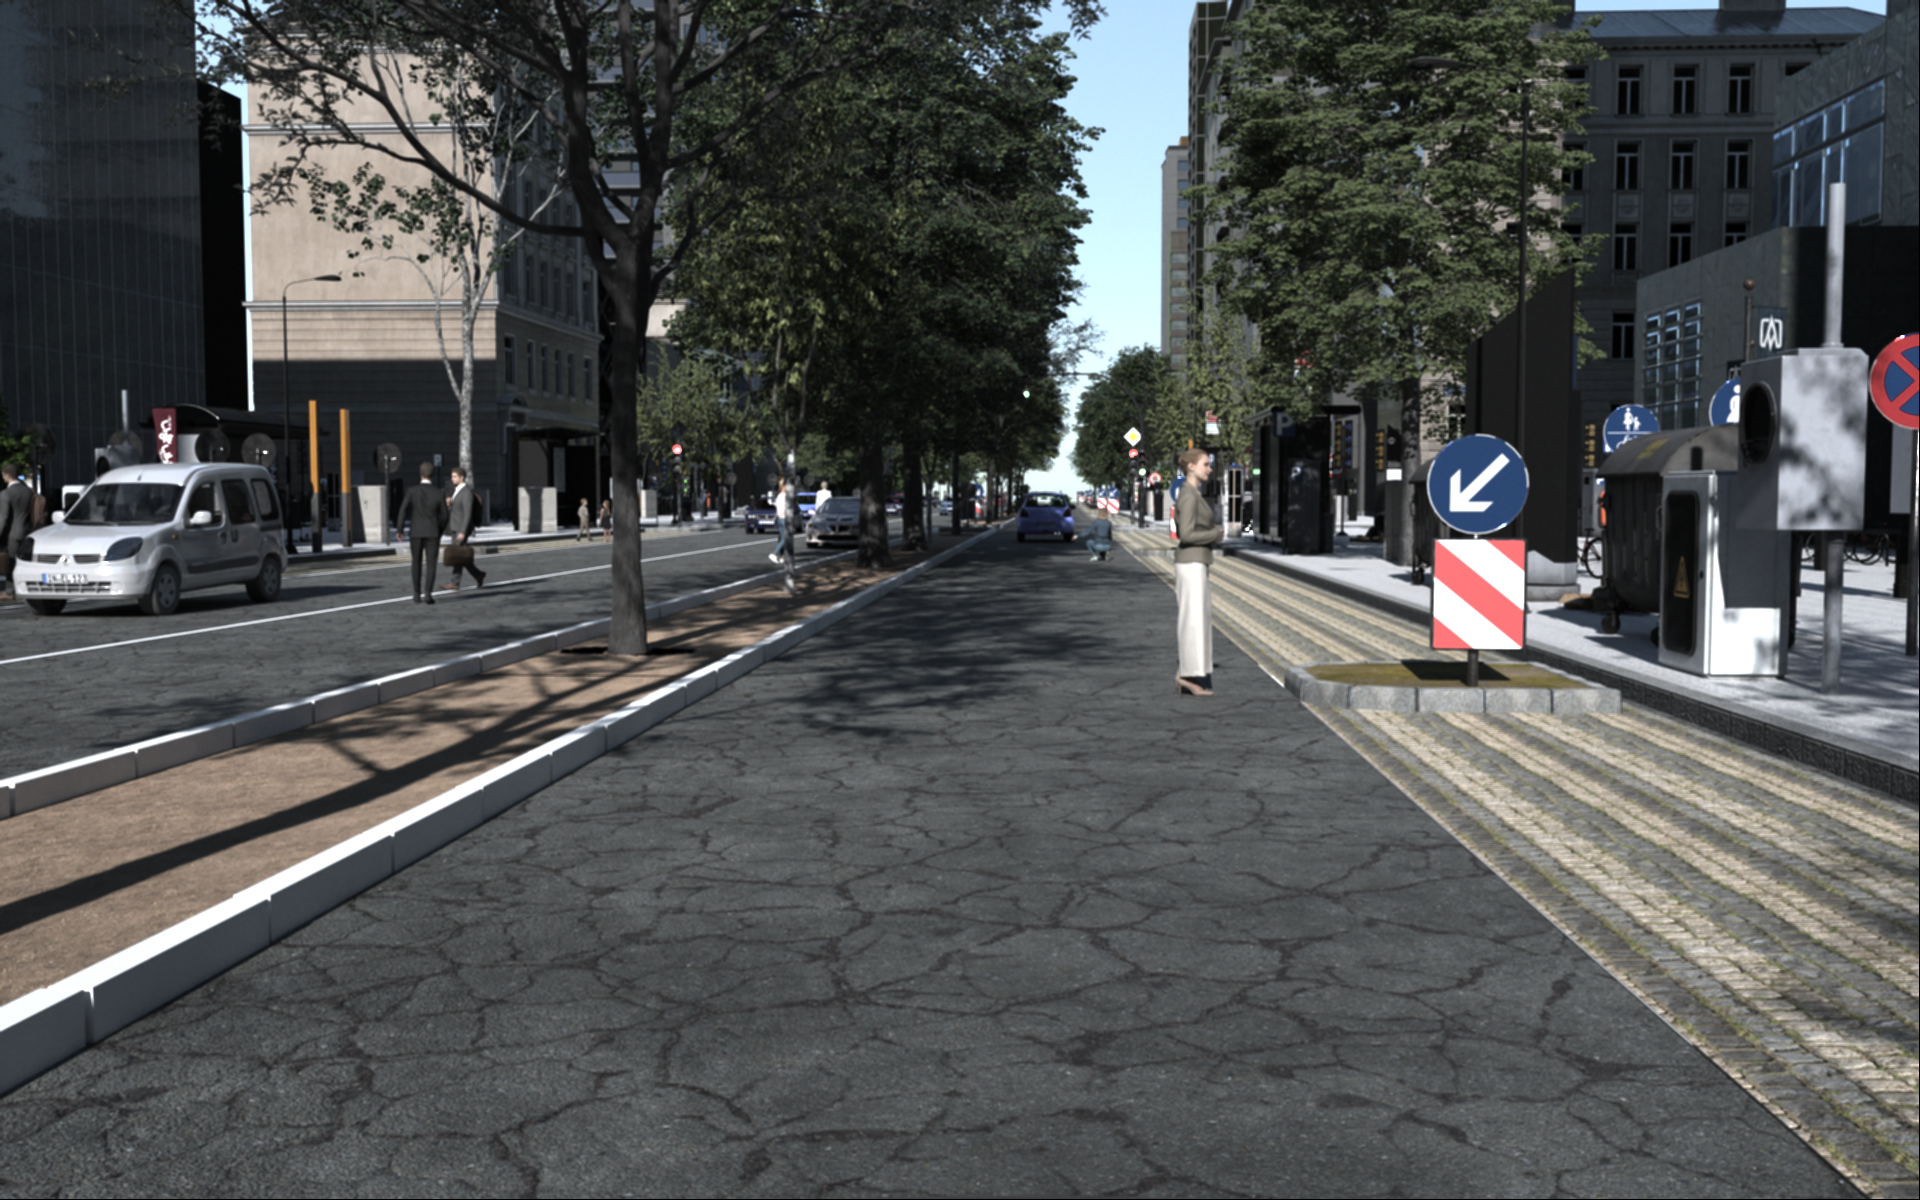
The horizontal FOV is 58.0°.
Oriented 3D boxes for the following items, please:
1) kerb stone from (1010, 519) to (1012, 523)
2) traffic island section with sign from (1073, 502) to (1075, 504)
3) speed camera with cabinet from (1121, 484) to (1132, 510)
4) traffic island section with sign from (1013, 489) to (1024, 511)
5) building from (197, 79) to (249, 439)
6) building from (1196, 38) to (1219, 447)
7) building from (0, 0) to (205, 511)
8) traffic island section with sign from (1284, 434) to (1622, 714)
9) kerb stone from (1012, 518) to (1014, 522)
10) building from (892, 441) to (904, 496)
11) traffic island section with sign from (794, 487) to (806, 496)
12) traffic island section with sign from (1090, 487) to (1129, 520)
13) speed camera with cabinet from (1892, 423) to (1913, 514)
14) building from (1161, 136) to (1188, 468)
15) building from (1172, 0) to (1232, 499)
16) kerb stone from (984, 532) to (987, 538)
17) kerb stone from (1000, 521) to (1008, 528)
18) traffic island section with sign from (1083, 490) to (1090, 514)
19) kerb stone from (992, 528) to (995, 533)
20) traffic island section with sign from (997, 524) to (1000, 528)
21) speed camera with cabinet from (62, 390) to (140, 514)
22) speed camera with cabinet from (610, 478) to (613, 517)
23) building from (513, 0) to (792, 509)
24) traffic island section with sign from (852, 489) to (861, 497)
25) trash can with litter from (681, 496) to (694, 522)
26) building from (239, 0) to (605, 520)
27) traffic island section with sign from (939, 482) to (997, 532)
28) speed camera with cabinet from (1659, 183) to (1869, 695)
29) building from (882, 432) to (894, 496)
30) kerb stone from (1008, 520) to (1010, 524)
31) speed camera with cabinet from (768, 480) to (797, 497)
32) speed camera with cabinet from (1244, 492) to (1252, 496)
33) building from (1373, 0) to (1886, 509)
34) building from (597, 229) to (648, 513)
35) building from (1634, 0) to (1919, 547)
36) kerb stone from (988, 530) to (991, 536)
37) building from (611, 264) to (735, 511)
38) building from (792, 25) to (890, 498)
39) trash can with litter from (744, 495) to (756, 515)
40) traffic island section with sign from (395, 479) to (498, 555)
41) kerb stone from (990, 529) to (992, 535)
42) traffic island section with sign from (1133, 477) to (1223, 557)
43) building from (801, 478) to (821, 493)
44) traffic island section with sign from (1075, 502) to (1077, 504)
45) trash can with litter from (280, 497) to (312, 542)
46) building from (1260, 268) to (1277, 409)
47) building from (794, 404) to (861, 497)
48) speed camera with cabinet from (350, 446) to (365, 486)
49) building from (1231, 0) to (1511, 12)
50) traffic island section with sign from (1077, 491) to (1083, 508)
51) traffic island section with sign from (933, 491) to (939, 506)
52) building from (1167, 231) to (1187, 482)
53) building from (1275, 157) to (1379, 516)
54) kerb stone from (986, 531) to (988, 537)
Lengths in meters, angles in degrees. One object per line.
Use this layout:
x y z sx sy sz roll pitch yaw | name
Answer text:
2.242 -3.614 81.326 0.120 0.150 1.000 0 4 3 | kerb stone
17.769 -15.027 254.321 1.989 1.847 2.006 0 4 3 | traffic island section with sign
13.684 -8.997 141.441 0.660 3.252 2.038 1 4 18 | speed camera with cabinet
5.157 -8.561 148.107 2.006 1.907 1.989 0 4 3 | traffic island section with sign
-48.489 -16.043 91.976 15.834 23.373 12.332 0 4 3 | building
42.188 -37.164 196.867 28.713 52.752 27.495 0 4 3 | building
-34.805 -14.212 50.396 19.932 24.808 12.078 0 4 3 | building
3.356 -0.219 12.215 1.989 1.847 2.006 0 4 3 | traffic island section with sign
2.428 -3.804 84.395 0.120 0.150 1.000 0 4 3 | kerb stone
-16.320 -37.788 301.427 14.154 41.232 14.086 0 4 3 | building
-8.936 -5.372 96.456 1.989 1.847 2.006 0 4 3 | traffic island section with sign
8.330 -5.327 95.720 1.989 1.847 2.006 0 4 3 | traffic island section with sign
12.017 -1.586 20.271 2.038 3.252 0.660 0 4 -6 | speed camera with cabinet
44.256 -45.795 290.746 21.231 58.520 28.212 0 4 3 | building
41.758 -49.741 251.524 20.563 71.187 20.611 0 4 3 | building
0.692 -2.015 55.141 0.120 0.150 1.000 0 4 3 | kerb stone
1.941 -3.304 76.219 0.120 0.150 1.000 0 4 3 | kerb stone
9.938 -6.985 122.836 1.989 1.847 2.006 0 4 3 | traffic island section with sign
1.054 -2.391 61.285 0.120 0.150 1.000 0 4 3 | kerb stone
0.702 -3.973 73.100 2.006 1.907 1.989 0 4 3 | traffic island section with sign
-16.539 -2.384 33.318 2.038 3.252 0.660 3 4 38 | speed camera with cabinet
-18.343 -6.013 92.655 0.660 3.252 2.038 0 4 -5 | speed camera with cabinet
-28.375 -38.037 163.905 21.231 58.520 28.212 0 4 3 | building
-7.335 -7.018 123.364 1.989 1.847 2.006 0 4 3 | traffic island section with sign
-12.632 -4.240 80.715 0.624 1.170 1.055 -2 4 -27 | trash can with litter
-28.793 -18.985 96.307 13.634 28.700 20.117 0 4 3 | building
0.252 -3.521 65.707 2.006 1.907 1.989 0 4 3 | traffic island section with sign
5.439 -1.070 11.837 0.660 3.252 2.038 0 4 3 | speed camera with cabinet
-18.561 -38.971 287.293 14.600 45.320 14.200 0 4 3 | building
2.065 -3.423 78.262 0.120 0.150 1.000 0 4 3 | kerb stone
-11.148 -6.999 108.768 0.660 3.252 2.038 3 4 39 | speed camera with cabinet
22.213 -8.328 130.495 2.038 3.252 0.660 1 4 9 | speed camera with cabinet
34.410 -17.738 87.283 25.104 27.353 12.463 0 4 3 | building
-29.761 -15.174 115.540 16.820 18.784 16.811 0 4 3 | building
30.596 -44.109 33.860 22.319 86.520 31.000 0 4 3 | building
0.864 -2.202 58.207 0.120 0.150 1.000 0 4 3 | kerb stone
-24.530 -16.773 138.860 10.561 19.102 19.286 0 4 3 | building
-21.571 -50.809 268.984 20.563 71.187 20.611 0 4 3 | building
-12.299 -5.655 103.510 1.678 1.210 2.233 -3 4 -38 | trash can with litter
-12.198 -2.008 41.467 1.989 1.847 2.006 0 4 3 | traffic island section with sign
0.926 -2.261 59.234 0.120 0.150 1.000 0 4 3 | kerb stone
5.049 -1.939 40.330 1.989 1.847 2.006 0 4 3 | traffic island section with sign
-32.025 -30.542 191.238 32.217 40.220 23.993 0 4 3 | building
14.496 -11.663 199.319 1.989 1.847 2.006 0 4 3 | traffic island section with sign
-18.301 -2.156 46.307 2.233 1.210 1.678 -1 4 -18 | trash can with litter
31.165 -18.905 138.773 12.332 23.373 15.834 0 4 3 | building
-20.127 -29.379 252.039 14.160 30.474 14.107 0 4 3 | building
-21.985 -4.225 63.419 0.660 3.252 2.038 -2 4 -32 | speed camera with cabinet
40.956 -35.429 168.499 28.713 52.752 27.495 0 4 3 | building
12.895 -10.016 172.385 1.989 1.847 2.006 0 4 3 | traffic island section with sign
-2.713 -11.759 200.887 1.989 1.847 2.006 0 4 3 | traffic island section with sign
39.392 -35.861 269.925 14.154 41.232 14.086 0 4 3 | building
29.808 -18.131 115.507 14.314 24.678 30.058 0 4 3 | building
0.746 -2.076 56.162 0.120 0.150 1.000 0 4 3 | kerb stone
